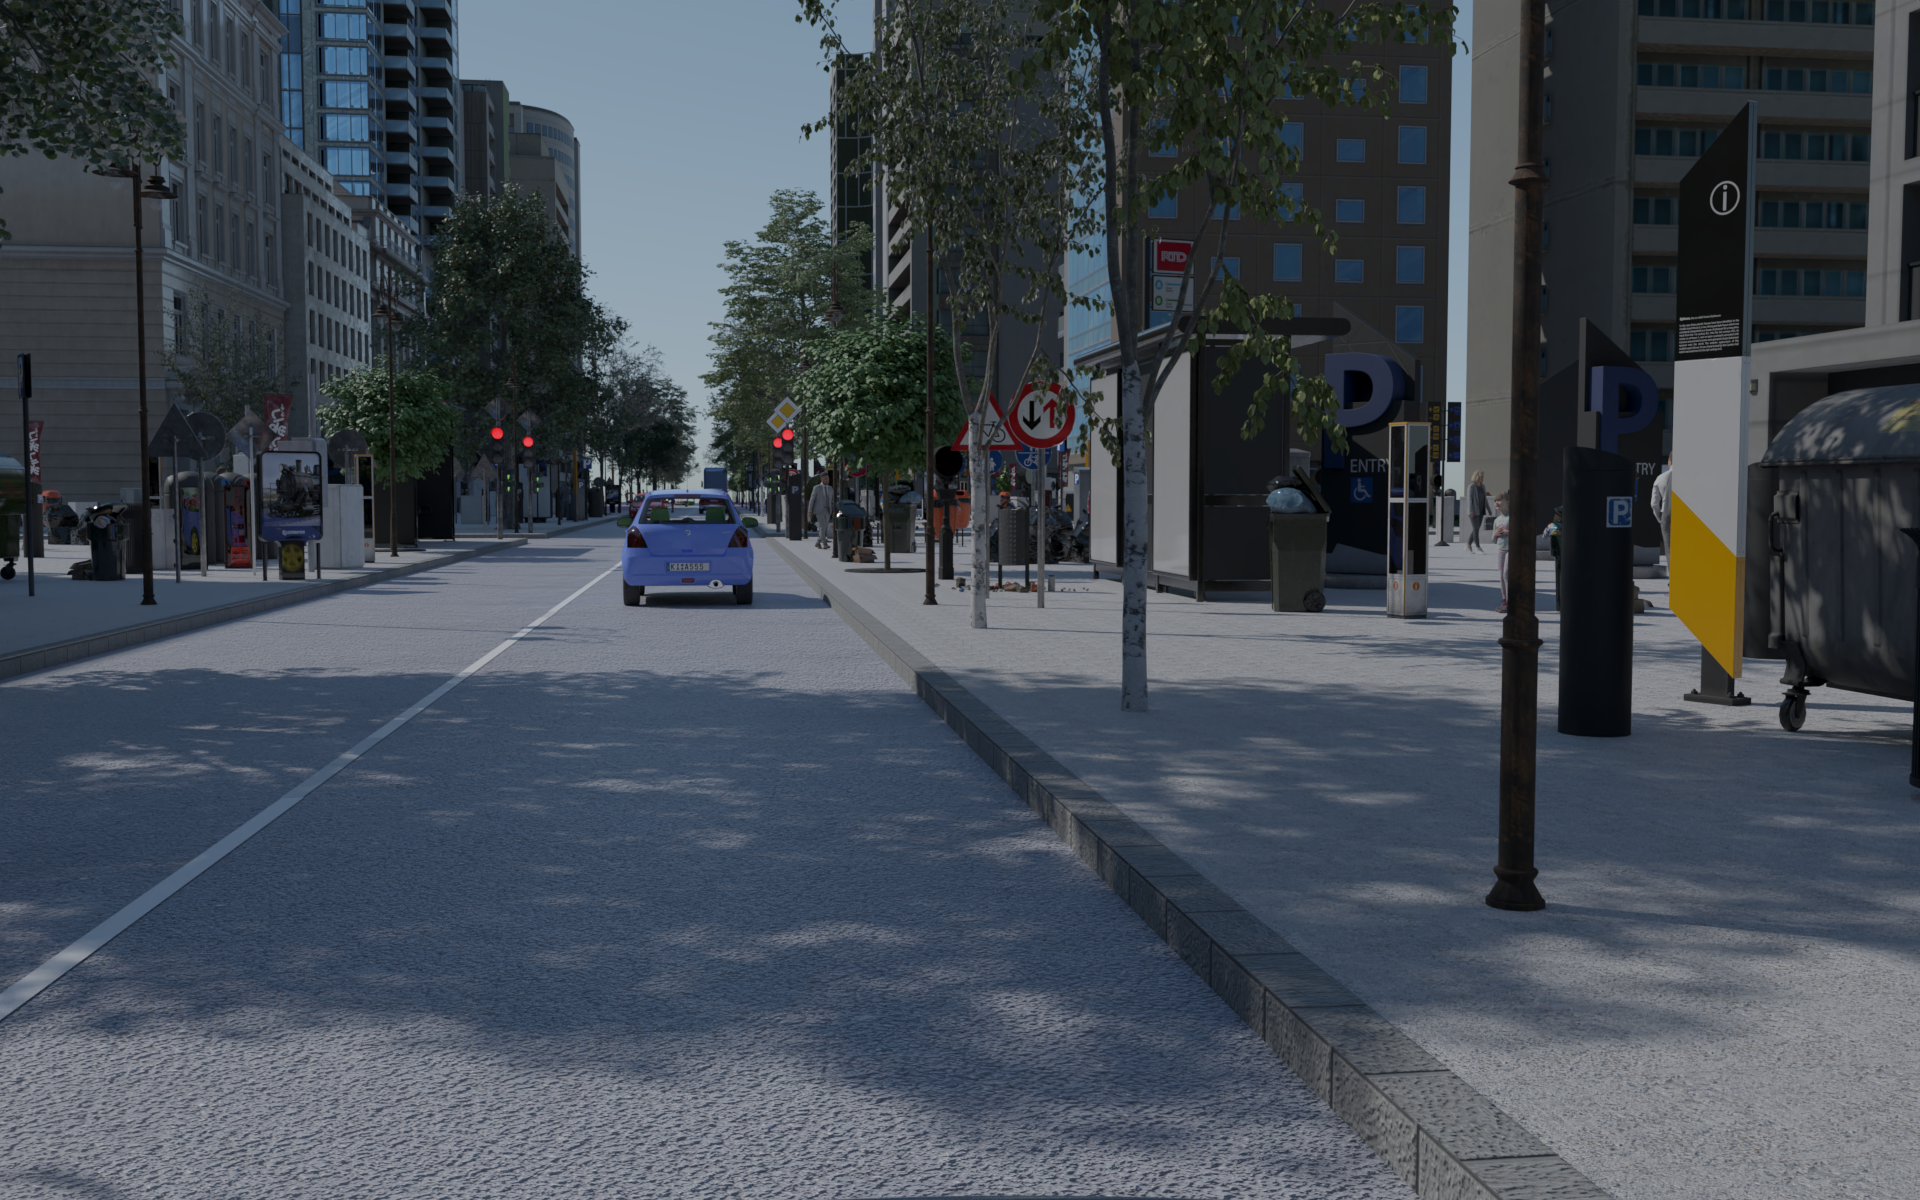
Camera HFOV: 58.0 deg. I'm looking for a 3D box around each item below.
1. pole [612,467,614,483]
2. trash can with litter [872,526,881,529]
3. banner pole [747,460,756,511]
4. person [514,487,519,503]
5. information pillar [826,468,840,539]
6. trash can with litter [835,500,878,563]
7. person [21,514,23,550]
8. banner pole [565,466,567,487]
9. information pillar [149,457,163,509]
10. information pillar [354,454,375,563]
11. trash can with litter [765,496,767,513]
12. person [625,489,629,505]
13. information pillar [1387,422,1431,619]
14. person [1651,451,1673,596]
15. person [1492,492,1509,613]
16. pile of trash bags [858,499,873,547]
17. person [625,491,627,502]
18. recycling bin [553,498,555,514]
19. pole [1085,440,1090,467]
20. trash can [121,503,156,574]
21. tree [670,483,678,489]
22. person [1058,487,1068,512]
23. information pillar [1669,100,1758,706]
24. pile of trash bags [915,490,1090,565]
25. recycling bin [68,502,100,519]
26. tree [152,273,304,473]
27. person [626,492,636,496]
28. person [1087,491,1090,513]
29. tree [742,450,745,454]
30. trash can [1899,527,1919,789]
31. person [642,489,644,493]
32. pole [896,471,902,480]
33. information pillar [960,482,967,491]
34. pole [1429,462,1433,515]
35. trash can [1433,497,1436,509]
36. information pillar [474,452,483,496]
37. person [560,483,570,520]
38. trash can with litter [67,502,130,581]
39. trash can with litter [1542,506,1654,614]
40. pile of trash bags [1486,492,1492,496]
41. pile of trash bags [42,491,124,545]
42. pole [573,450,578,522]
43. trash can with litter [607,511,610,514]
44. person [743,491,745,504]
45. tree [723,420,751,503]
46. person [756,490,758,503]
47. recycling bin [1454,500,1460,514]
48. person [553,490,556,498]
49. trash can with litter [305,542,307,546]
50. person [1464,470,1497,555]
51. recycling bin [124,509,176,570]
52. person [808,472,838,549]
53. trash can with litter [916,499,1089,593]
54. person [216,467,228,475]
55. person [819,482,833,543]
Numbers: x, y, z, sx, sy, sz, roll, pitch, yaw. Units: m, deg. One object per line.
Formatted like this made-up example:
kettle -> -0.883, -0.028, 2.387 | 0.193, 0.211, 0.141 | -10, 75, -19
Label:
pole -> -26.035, -8.326, 129.966 | 0.158, 3.312, 0.155 | 0, 3, 0
trash can with litter -> -3.015, -3.270, 64.524 | 2.233, 1.210, 1.678 | -2, 4, -24
banner pole -> -15.349, -8.448, 128.148 | 0.863, 3.779, 0.401 | -1, 4, -12
person -> -19.029, -4.082, 73.629 | 0.563, 1.720, 0.643 | -3, 5, -43
information pillar -> -3.643, -2.770, 49.785 | 0.304, 2.012, 0.304 | 1, 4, 17
trash can with litter -> -1.898, -1.295, 32.567 | 0.624, 1.170, 1.055 | -2, 4, -35
person -> -21.137, -1.970, 39.260 | 0.512, 1.701, 0.522 | 1, 4, 14
banner pole -> -22.495, -6.660, 98.903 | 0.401, 3.779, 0.863 | -1, 4, -20
information pillar -> -15.012, -1.697, 32.242 | 0.304, 2.012, 0.304 | -1, 4, -21
information pillar -> -11.097, -1.700, 32.293 | 0.304, 2.012, 0.304 | -2, 4, -25
trash can with litter -> -12.617, -6.435, 116.605 | 1.055, 1.170, 0.624 | 0, 4, -7
person -> -38.072, -11.741, 198.025 | 0.705, 1.822, 1.348 | -1, 4, -21
information pillar -> 4.626, -0.818, 17.869 | 0.304, 2.012, 0.304 | -1, 4, -23
person -> 8.938, -0.940, 21.511 | 0.679, 1.850, 0.850 | 2, 4, 34
person -> 5.913, -0.516, 18.751 | 0.425, 1.301, 0.394 | 3, 5, 45
pile of trash bags -> -1.357, -1.982, 42.152 | 3.447, 1.369, 1.912 | 1, 4, 14
person -> -52.386, -16.182, 271.063 | 0.568, 1.767, 0.683 | -2, 4, -24
recycling bin -> -26.155, -5.965, 110.078 | 0.722, 1.027, 0.722 | -3, 5, -41
pole -> 4.841, -4.377, 65.407 | 0.158, 3.312, 0.155 | 0, 3, 0
trash can -> -13.388, -0.998, 27.977 | 0.748, 1.137, 0.748 | 0, 3, 0
tree -> -44.119, -16.571, 265.532 | 1.663, 3.219, 1.824 | 0, 3, 0
person -> 4.238, -3.916, 70.635 | 0.524, 1.755, 0.480 | 2, 4, 29
information pillar -> 4.614, -1.178, 10.612 | 0.183, 3.616, 0.504 | -2, 4, -30
pile of trash bags -> 0.988, -1.376, 32.245 | 3.447, 1.369, 1.912 | -2, 4, -23
recycling bin -> -27.528, -2.563, 54.454 | 0.722, 1.027, 0.722 | 3, 5, 44
tree -> -25.004, -6.633, 58.818 | 4.360, 8.622, 3.978 | 0, 3, 0
person -> -35.623, -11.119, 187.770 | 1.348, 1.831, 0.705 | 0, 4, -3
person -> 3.511, -2.283, 44.203 | 0.563, 1.720, 0.643 | -1, 4, -13
tree -> -16.080, -11.600, 140.029 | 4.360, 8.622, 3.978 | 0, 3, 0
trash can -> 4.287, 0.275, 7.155 | 0.748, 1.137, 0.748 | 0, 3, 0
person -> -31.718, -10.161, 172.711 | 0.750, 1.759, 0.617 | 1, 4, 14
pole -> -1.704, -3.309, 47.947 | 0.158, 3.312, 0.155 | 0, 3, 0
information pillar -> 0.232, -5.953, 101.823 | 0.304, 2.012, 0.304 | 3, 4, 38
pole -> 19.799, -4.842, 73.008 | 0.158, 3.312, 0.155 | 0, 3, 0
trash can -> 21.345, -3.996, 76.991 | 0.748, 1.137, 0.748 | 0, 3, 0
information pillar -> -24.870, -5.995, 89.367 | 0.504, 3.616, 0.183 | 0, 4, 5
person -> -19.641, -4.912, 86.168 | 0.655, 1.846, 0.447 | -1, 4, -14
trash can with litter -> -12.868, -0.878, 25.742 | 1.055, 1.170, 0.624 | 2, 4, 26
trash can with litter -> 6.900, -0.449, 18.733 | 1.055, 1.170, 0.624 | 0, 4, -6
pile of trash bags -> 39.797, -7.576, 133.619 | 1.912, 1.369, 3.447 | 0, 4, 5
pile of trash bags -> -22.706, -2.135, 44.655 | 3.447, 1.369, 1.912 | 2, 4, 34
pole -> -17.677, -5.245, 79.593 | 0.158, 3.312, 0.155 | 0, 3, 0
trash can with litter -> -22.947, -6.074, 110.374 | 1.678, 1.210, 2.233 | -3, 5, -44
person -> -28.070, -13.382, 225.560 | 0.721, 1.743, 1.217 | 0, 4, 5
tree -> -30.307, -19.939, 236.377 | 12.009, 13.543, 11.850 | 0, 3, 0
person -> -30.414, -15.553, 260.313 | 0.705, 1.826, 1.348 | 1, 4, 20
recycling bin -> 23.076, -4.089, 79.410 | 0.722, 1.027, 0.722 | 2, 4, 26
person -> -51.409, -13.053, 219.973 | 1.217, 1.766, 0.721 | -2, 4, -34
trash can with litter -> -16.641, -2.083, 45.436 | 1.055, 1.170, 0.624 | 0, 4, 3
person -> 11.081, -1.880, 36.965 | 0.709, 1.800, 0.728 | -2, 4, -27
recycling bin -> -13.826, -1.033, 29.445 | 0.722, 1.027, 0.722 | 1, 4, 12
person -> -3.167, -2.073, 40.213 | 0.678, 1.792, 0.850 | -3, 4, -37
trash can with litter -> 0.516, -0.747, 23.272 | 1.678, 1.210, 2.233 | -3, 5, -44
person -> -15.270, -1.816, 35.585 | 0.795, 1.843, 0.661 | 0, 4, 3
person -> -3.602, -2.419, 45.780 | 0.419, 1.800, 0.721 | 2, 4, 25
